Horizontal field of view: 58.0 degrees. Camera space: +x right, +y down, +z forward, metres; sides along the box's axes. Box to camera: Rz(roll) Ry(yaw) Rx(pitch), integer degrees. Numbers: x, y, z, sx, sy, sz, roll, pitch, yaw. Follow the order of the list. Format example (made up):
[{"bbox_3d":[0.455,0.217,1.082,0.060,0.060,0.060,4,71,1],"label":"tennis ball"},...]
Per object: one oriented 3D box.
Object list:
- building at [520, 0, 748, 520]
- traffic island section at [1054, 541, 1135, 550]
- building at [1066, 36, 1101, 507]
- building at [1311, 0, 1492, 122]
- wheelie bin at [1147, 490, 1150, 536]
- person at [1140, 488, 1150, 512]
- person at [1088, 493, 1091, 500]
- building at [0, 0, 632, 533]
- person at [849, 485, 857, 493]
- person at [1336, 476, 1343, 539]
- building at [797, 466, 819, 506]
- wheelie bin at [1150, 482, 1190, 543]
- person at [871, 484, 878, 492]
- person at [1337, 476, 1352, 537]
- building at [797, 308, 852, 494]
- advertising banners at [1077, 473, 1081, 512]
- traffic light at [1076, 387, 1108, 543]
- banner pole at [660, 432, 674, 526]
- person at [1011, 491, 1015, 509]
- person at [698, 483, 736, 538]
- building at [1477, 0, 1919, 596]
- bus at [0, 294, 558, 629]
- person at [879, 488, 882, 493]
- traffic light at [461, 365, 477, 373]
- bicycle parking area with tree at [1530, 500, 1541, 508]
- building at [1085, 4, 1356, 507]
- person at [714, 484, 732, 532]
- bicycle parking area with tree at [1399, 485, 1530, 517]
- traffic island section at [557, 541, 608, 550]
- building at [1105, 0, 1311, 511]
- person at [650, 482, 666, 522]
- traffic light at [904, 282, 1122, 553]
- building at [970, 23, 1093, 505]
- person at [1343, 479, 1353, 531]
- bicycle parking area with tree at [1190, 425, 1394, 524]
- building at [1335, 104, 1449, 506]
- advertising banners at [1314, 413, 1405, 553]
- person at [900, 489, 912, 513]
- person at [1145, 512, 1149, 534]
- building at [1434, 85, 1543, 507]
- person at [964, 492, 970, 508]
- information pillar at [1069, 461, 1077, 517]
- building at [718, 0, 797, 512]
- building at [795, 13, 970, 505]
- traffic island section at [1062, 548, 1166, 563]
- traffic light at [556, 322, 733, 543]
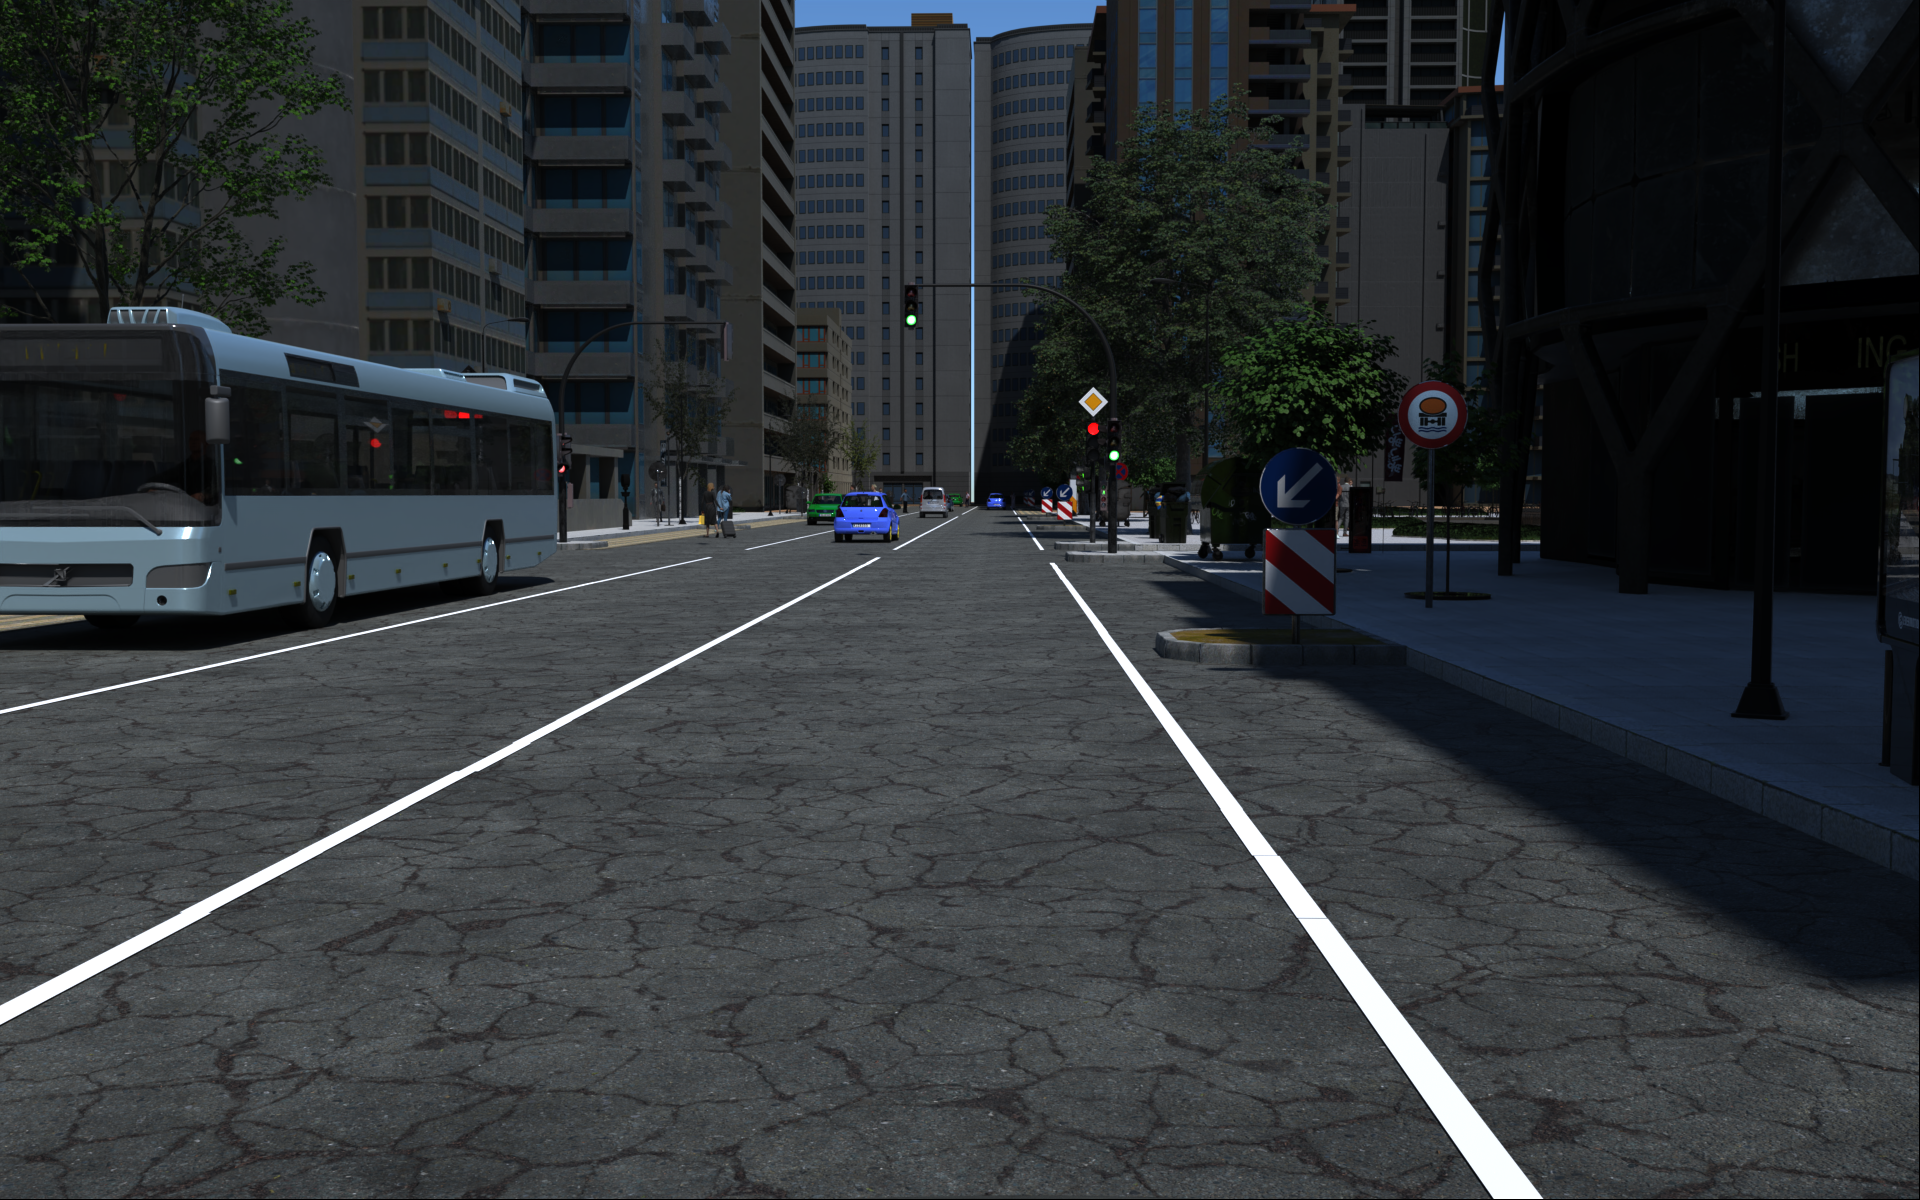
[{"bbox_3d":[-25.188,-29.235,97.599,23.786,49.044,30.456,0,4,1],"label":"building"},{"bbox_3d":[3.509,-1.423,45.548,2.009,0.180,2.903,0,4,1],"label":"traffic island section"},{"bbox_3d":[22.123,-34.080,180.905,21.300,48.544,21.600,0,4,1],"label":"building"},{"bbox_3d":[55.321,-47.515,215.117,20.611,71.187,20.563,0,4,1],"label":"building"},{"bbox_3d":[5.787,-2.564,49.824,0.693,1.594,0.980,-1,4,-22],"label":"wheelie bin"},{"bbox_3d":[13.734,-7.399,126.642,1.348,1.869,0.705,-1,4,-17],"label":"person"},{"bbox_3d":[10.350,-8.285,141.505,1.348,1.823,0.705,-2,4,-28],"label":"person"},{"bbox_3d":[-29.371,-22.603,61.447,32.217,40.220,23.993,0,4,1],"label":"building"},{"bbox_3d":[-4.812,-4.174,76.544,0.447,1.846,0.655,2,4,31],"label":"person"},{"bbox_3d":[10.707,-2.688,49.968,0.580,1.828,0.573,0,4,-2],"label":"person"},{"bbox_3d":[-23.236,-43.679,152.400,20.563,71.187,20.611,0,4,1],"label":"building"},{"bbox_3d":[5.612,-2.280,45.189,0.980,1.594,0.693,-1,4,-12],"label":"wheelie bin"},{"bbox_3d":[-3.626,-3.945,72.880,0.514,1.842,0.818,0,4,-5],"label":"person"},{"bbox_3d":[11.644,-2.821,52.291,0.709,1.813,0.853,3,5,41],"label":"person"},{"bbox_3d":[-26.904,-20.561,181.206,28.899,21.520,27.650,0,4,1],"label":"building"},{"bbox_3d":[7.926,-7.297,115.492,0.090,3.025,2.074,0,4,-1],"label":"advertising banners"},{"bbox_3d":[3.469,-3.457,45.435,0.839,4.253,0.868,0,4,1],"label":"traffic light"},{"bbox_3d":[-11.996,-4.929,70.610,0.401,3.779,0.863,-3,5,-41],"label":"banner pole"},{"bbox_3d":[4.923,-9.298,161.184,0.551,1.740,0.621,3,5,40],"label":"person"},{"bbox_3d":[-7.975,-2.932,56.664,0.699,1.804,1.509,-2,4,-35],"label":"person"},{"bbox_3d":[16.552,-9.672,25.586,16.820,18.784,16.811,0,4,1],"label":"building"},{"bbox_3d":[-7.932,-1.613,21.235,2.948,3.499,13.247,0,4,2],"label":"bus"},{"bbox_3d":[-4.892,-5.948,105.718,0.622,1.834,0.822,-1,4,-11],"label":"person"},{"bbox_3d":[-10.680,-2.988,37.769,0.839,4.253,0.868,0,4,1],"label":"traffic light"},{"bbox_3d":[37.702,-7.237,105.329,8.231,4.147,9.016,-2,4,-31],"label":"bicycle parking area with tree"},{"bbox_3d":[22.580,-30.654,155.816,22.147,44.769,28.867,0,4,1],"label":"building"},{"bbox_3d":[-8.842,-3.408,64.491,0.793,1.790,0.793,0,4,-8],"label":"person"},{"bbox_3d":[23.858,-6.305,90.082,8.231,4.147,9.016,0,4,-1],"label":"bicycle parking area with tree"},{"bbox_3d":[-10.528,-1.444,45.888,2.009,0.180,2.903,0,4,1],"label":"traffic island section"},{"bbox_3d":[18.553,-29.575,133.655,14.600,45.320,14.200,0,4,1],"label":"building"},{"bbox_3d":[-13.830,-4.470,79.253,0.709,1.813,0.853,0,4,-7],"label":"person"},{"bbox_3d":[1.184,-3.834,37.361,4.771,5.953,1.251,0,4,1],"label":"traffic light"},{"bbox_3d":[15.847,-41.228,216.071,28.212,58.520,21.231,0,4,1],"label":"building"},{"bbox_3d":[13.605,-3.338,60.589,0.622,1.834,0.822,1,4,22],"label":"person"},{"bbox_3d":[12.736,-5.188,71.824,8.231,4.147,9.016,2,4,27],"label":"bicycle parking area with tree"},{"bbox_3d":[43.222,-30.655,184.797,14.086,41.232,14.154,0,4,1],"label":"building"},{"bbox_3d":[8.658,-2.529,37.534,2.074,3.025,0.090,1,4,17],"label":"advertising banners"},{"bbox_3d":[-4.140,-7.541,131.777,0.705,1.826,1.348,3,5,39],"label":"person"},{"bbox_3d":[6.278,-2.798,56.039,0.590,1.304,0.306,1,4,19],"label":"person"},{"bbox_3d":[64.612,-32.184,180.835,28.867,44.769,22.147,0,4,1],"label":"building"},{"bbox_3d":[0.729,-10.623,183.121,0.436,1.711,0.756,-1,4,-15],"label":"person"},{"bbox_3d":[6.468,-6.579,98.925,0.504,3.616,0.183,-2,4,-35],"label":"information pillar"},{"bbox_3d":[-24.373,-31.091,132.046,21.300,48.544,21.600,0,4,1],"label":"building"},{"bbox_3d":[-12.662,-41.264,216.662,28.212,58.520,21.231,0,4,1],"label":"building"},{"bbox_3d":[3.318,-0.935,37.565,2.009,0.180,2.903,0,4,1],"label":"traffic island section"},{"bbox_3d":[-8.395,-4.347,45.737,4.771,5.953,1.251,0,4,1],"label":"traffic light"}]
